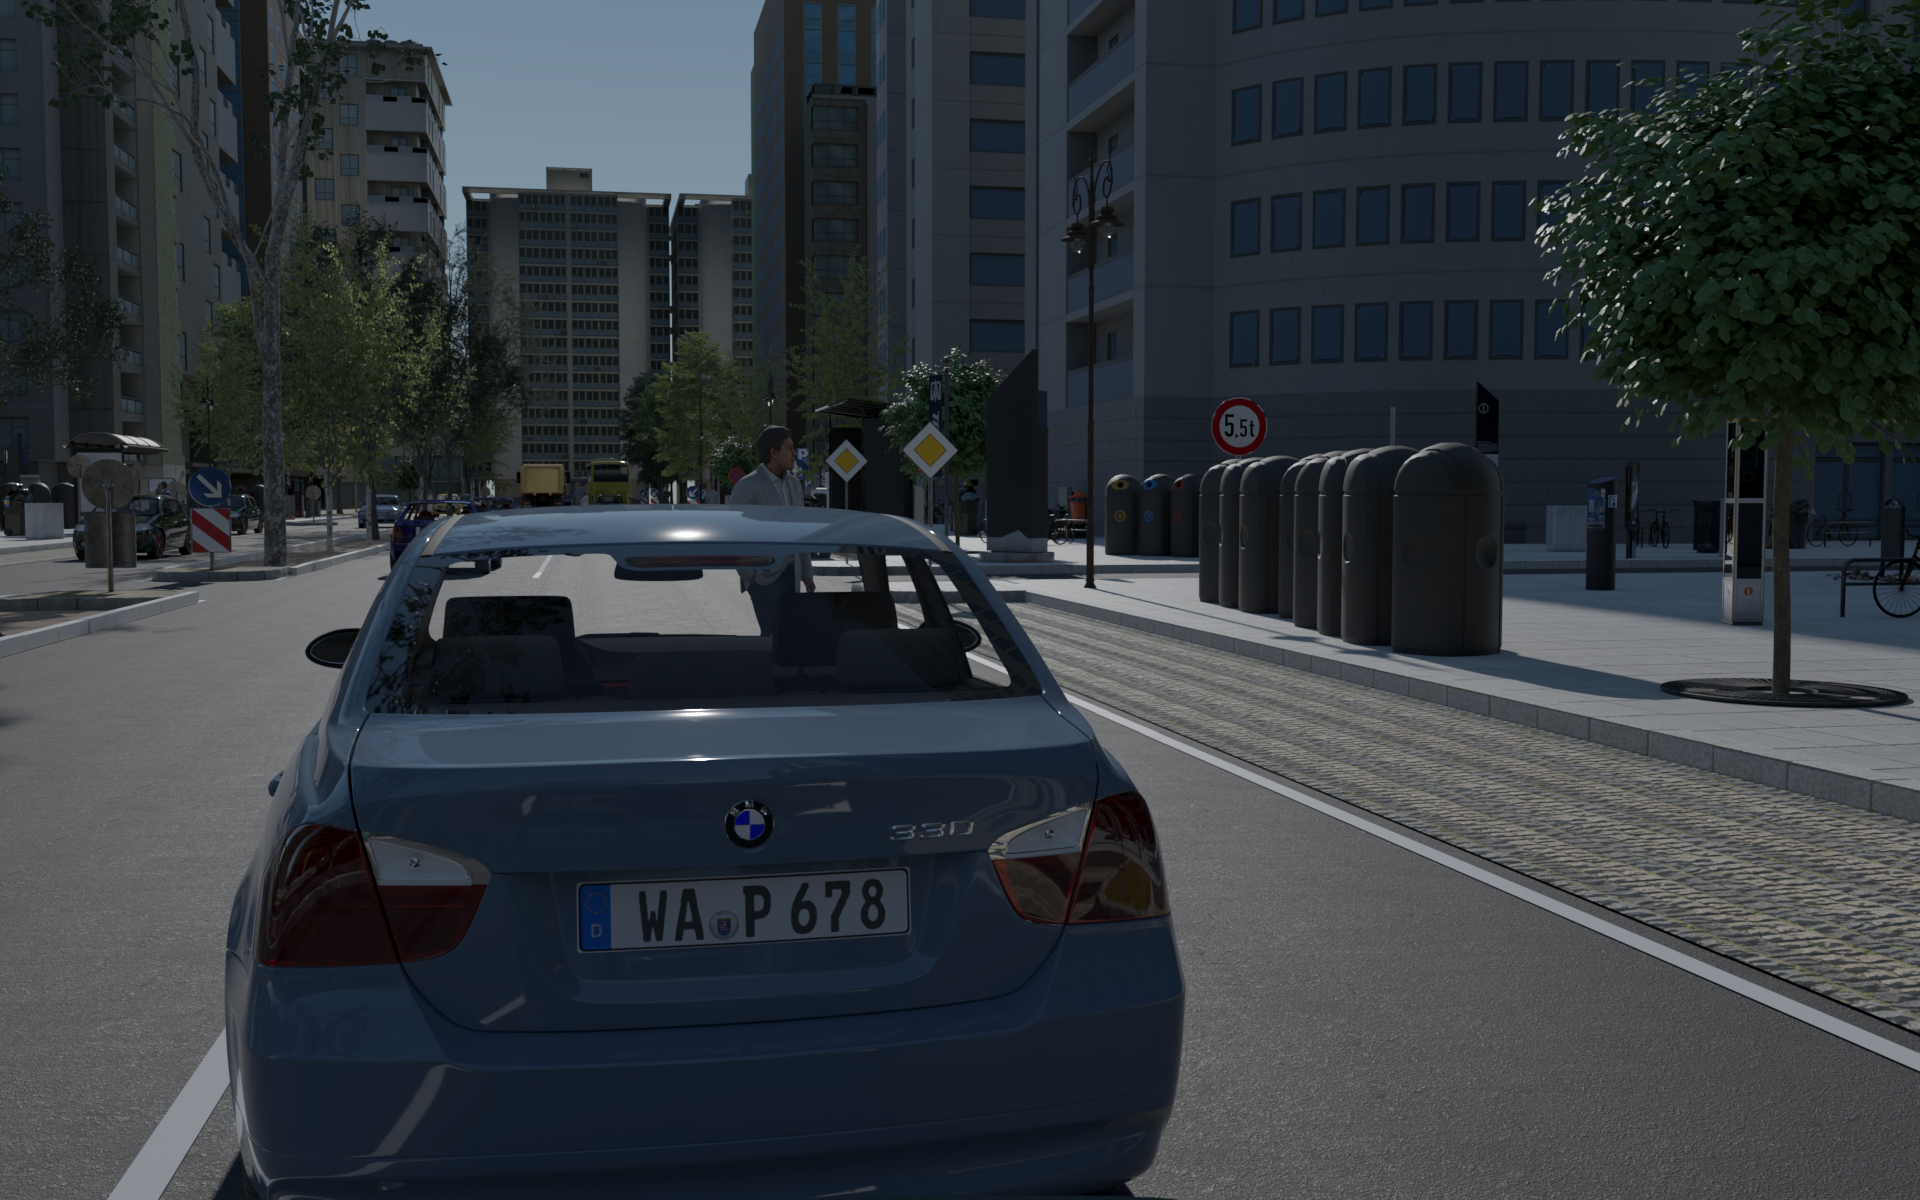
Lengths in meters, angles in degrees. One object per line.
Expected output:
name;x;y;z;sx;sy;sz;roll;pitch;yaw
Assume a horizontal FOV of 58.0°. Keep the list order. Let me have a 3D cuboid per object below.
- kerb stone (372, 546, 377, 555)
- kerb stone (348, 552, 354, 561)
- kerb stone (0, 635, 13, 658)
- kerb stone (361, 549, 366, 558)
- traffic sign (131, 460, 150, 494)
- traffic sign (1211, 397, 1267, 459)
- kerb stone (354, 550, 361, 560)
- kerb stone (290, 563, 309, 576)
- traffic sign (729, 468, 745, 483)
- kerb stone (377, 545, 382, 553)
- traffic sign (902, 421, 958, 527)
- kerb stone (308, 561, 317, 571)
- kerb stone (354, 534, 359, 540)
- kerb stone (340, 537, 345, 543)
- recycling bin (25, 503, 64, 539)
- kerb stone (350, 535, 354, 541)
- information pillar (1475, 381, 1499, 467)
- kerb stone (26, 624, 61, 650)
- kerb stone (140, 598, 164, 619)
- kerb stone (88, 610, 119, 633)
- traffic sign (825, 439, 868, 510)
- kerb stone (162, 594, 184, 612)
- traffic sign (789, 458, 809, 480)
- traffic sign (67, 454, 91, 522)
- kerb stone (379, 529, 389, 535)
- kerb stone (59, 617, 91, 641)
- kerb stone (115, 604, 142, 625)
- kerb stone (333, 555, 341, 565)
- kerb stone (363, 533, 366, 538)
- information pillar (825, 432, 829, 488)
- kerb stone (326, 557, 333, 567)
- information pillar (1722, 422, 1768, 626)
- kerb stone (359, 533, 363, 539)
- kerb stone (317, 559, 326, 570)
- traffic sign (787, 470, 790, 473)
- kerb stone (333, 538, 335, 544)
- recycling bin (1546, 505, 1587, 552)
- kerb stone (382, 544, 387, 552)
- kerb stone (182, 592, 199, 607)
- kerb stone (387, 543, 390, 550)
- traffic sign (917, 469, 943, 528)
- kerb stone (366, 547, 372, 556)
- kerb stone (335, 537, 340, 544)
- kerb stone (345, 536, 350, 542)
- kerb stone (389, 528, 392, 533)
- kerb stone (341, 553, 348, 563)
kerb stone;-13.956;-1.142;40.934;0.120;0.150;1.000;-1;4;-12
kerb stone;-13.096;-0.901;36.924;0.120;0.150;1.000;-1;4;-12
kerb stone;-8.486;0.421;15.305;0.120;0.150;1.000;-1;4;-12
kerb stone;-13.528;-1.023;38.925;0.120;0.150;1.000;-1;4;-12
traffic sign;-30.910;-3.983;65.124;0.884;2.594;0.081;0;4;-7
traffic sign;3.664;-1.392;22.863;0.768;2.556;0.104;-1;4;-10
kerb stone;-13.312;-0.962;37.925;0.120;0.150;1.000;-1;4;-12
kerb stone;-11.811;-0.526;30.907;0.120;0.150;1.000;-1;4;-12
traffic sign;-10.727;-5.085;83.243;0.768;2.556;0.104;0;4;-4
kerb stone;-14.175;-1.208;41.940;0.120;0.150;1.000;-1;4;-12
traffic sign;-0.418;-1.246;24.019;0.795;2.450;0.064;-1;4;-12
kerb stone;-12.040;-0.594;31.903;0.120;0.150;1.000;-1;4;-12
kerb stone;-18.776;-1.914;53.493;0.120;0.150;1.000;-1;4;-12
kerb stone;-18.136;-1.731;50.492;0.120;0.150;1.000;-1;4;-12
recycling bin;-26.099;-2.252;49.372;0.722;1.027;0.722;1;4;16
kerb stone;-18.565;-1.852;52.492;0.120;0.150;1.000;-1;4;-12
information pillar;10.945;-2.735;36.064;0.504;3.616;0.183;0;4;-5
kerb stone;-8.701;0.365;16.307;0.120;0.150;1.000;-1;4;-12
kerb stone;-9.555;0.115;20.319;0.120;0.150;1.000;-1;4;-12
kerb stone;-9.125;0.240;18.314;0.120;0.150;1.000;-1;4;-12
traffic sign;-2.085;-1.724;31.829;0.795;2.450;0.064;-1;4;-12
kerb stone;-9.767;0.054;21.319;0.120;0.150;1.000;-1;4;-12
traffic sign;-5.798;-3.781;61.931;0.768;2.556;0.104;0;4;-8
traffic sign;-28.167;-3.382;55.401;0.768;2.556;0.104;0;4;-2
kerb stone;-20.498;-2.405;61.519;0.120;0.150;1.000;-1;4;-12
kerb stone;-8.914;0.306;17.307;0.120;0.150;1.000;-1;4;-12
kerb stone;-9.340;0.176;19.313;0.120;0.150;1.000;-1;4;-12
kerb stone;-12.669;-0.775;34.916;0.120;0.150;1.000;-1;4;-12
kerb stone;-19.203;-2.037;55.494;0.120;0.150;1.000;-1;4;-12
information pillar;-4.813;-4.476;64.539;0.504;3.616;0.183;1;4;15
kerb stone;-12.463;-0.714;33.911;0.120;0.150;1.000;-1;4;-12
information pillar;7.687;-0.762;16.957;0.304;2.012;0.304;0;4;5
kerb stone;-18.999;-1.975;54.492;0.120;0.150;1.000;-1;4;-12
kerb stone;-12.245;-0.655;32.912;0.120;0.150;1.000;-1;4;-12
traffic sign;-6.310;-3.696;60.538;0.768;2.556;0.104;0;4;-3
kerb stone;-17.716;-1.608;48.491;0.120;0.150;1.000;-1;4;-12
recycling bin;13.531;-1.597;38.659;0.722;1.027;0.722;0;4;6
kerb stone;-14.384;-1.268;42.940;0.120;0.150;1.000;-1;4;-12
kerb stone;-9.984;-0.005;22.318;0.120;0.150;1.000;-1;4;-12
kerb stone;-14.595;-1.330;43.943;0.120;0.150;1.000;-1;4;-12
traffic sign;-0.711;-2.651;43.342;0.884;2.594;0.081;0;4;-7
kerb stone;-13.740;-1.083;39.935;0.120;0.150;1.000;-1;4;-12
kerb stone;-17.929;-1.669;49.491;0.120;0.150;1.000;-1;4;-12
kerb stone;-18.358;-1.792;51.490;0.120;0.150;1.000;-1;4;-12
kerb stone;-20.711;-2.463;62.520;0.120;0.150;1.000;-1;4;-12
kerb stone;-12.884;-0.839;35.919;0.120;0.150;1.000;-1;4;-12
